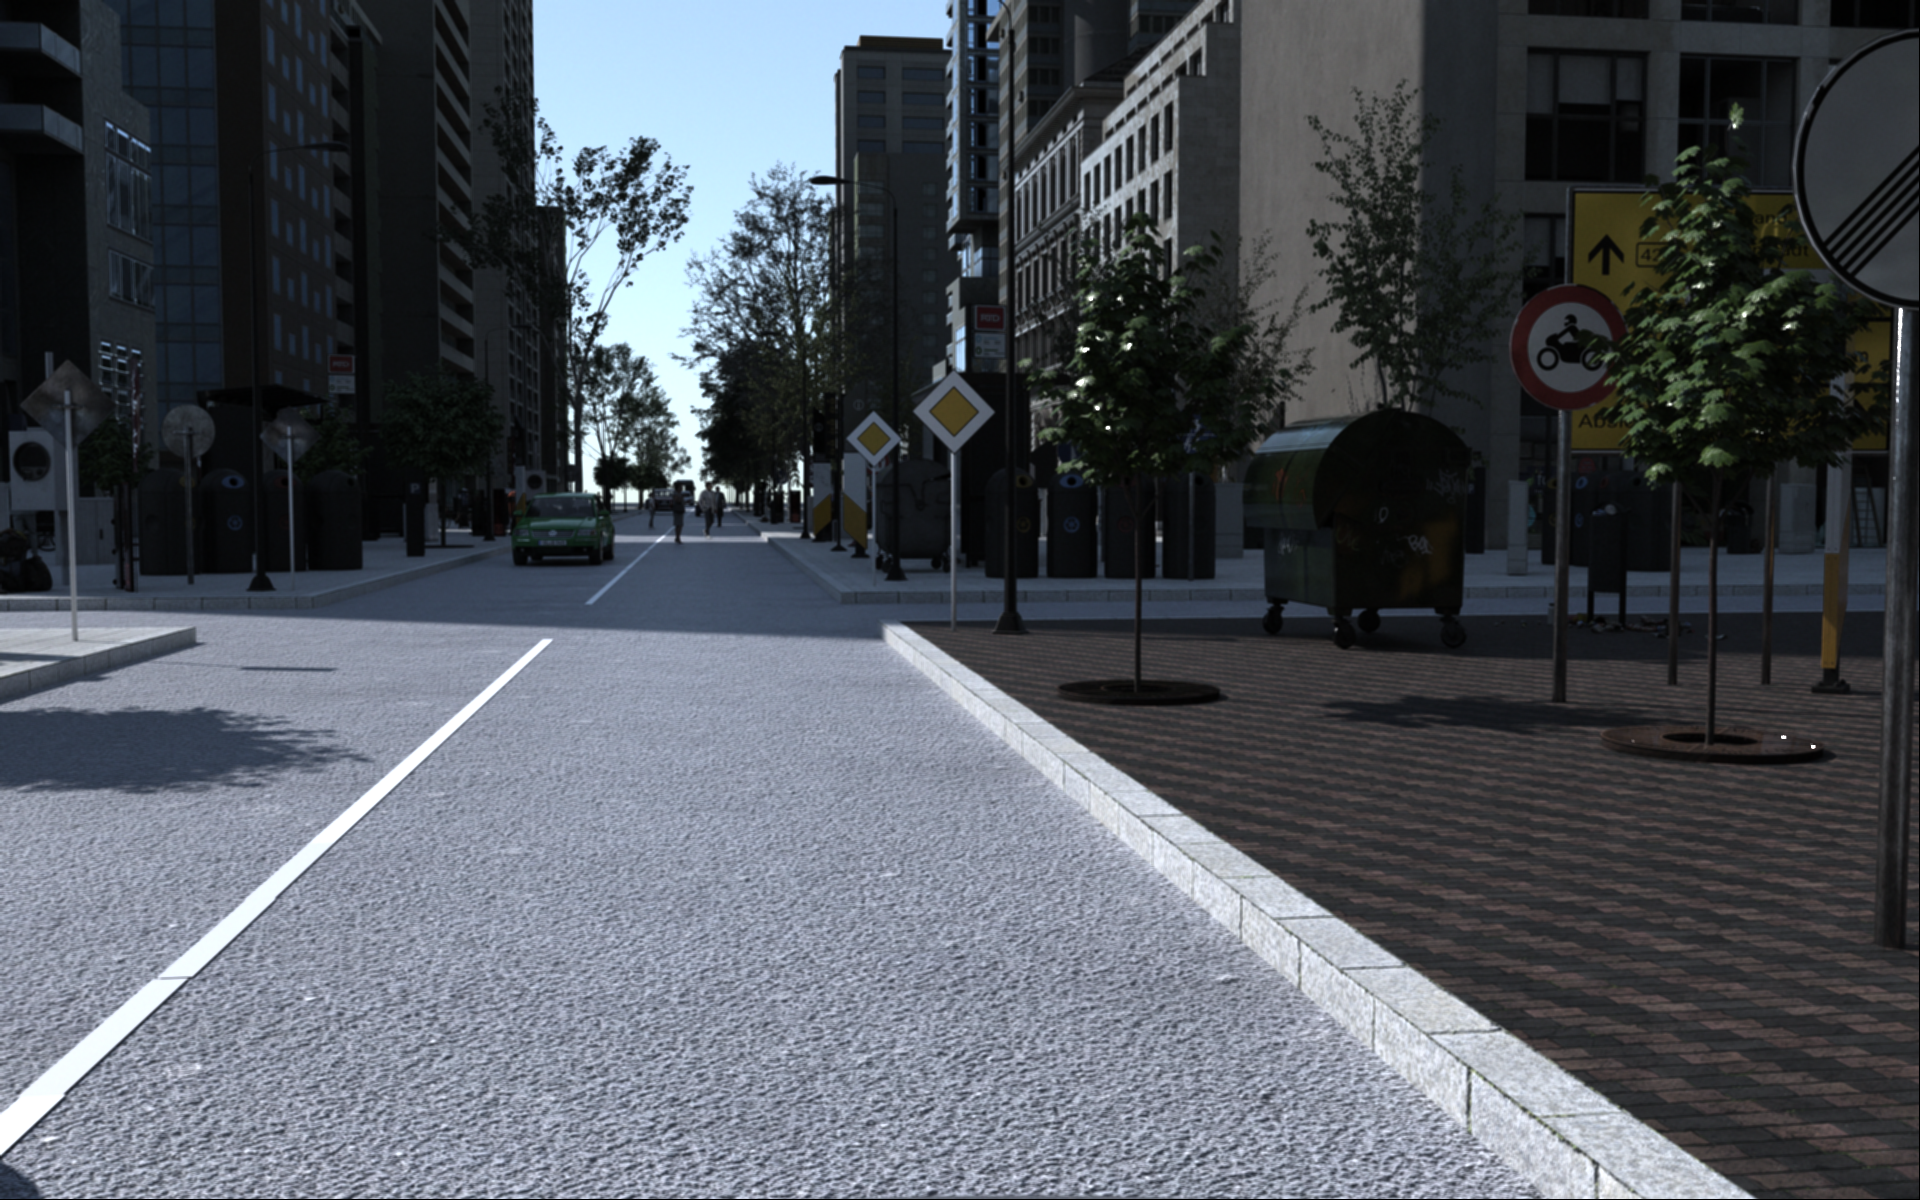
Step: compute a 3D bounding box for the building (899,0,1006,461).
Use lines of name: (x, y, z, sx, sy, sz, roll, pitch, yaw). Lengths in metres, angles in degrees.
building: (7.235, -50.985, 146.283, 22.319, 86.520, 31.000, -1, 4, -8)

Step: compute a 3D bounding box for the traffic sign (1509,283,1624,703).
traffic sign: (3.694, -0.642, 10.601, 0.768, 2.556, 0.104, 0, 4, -7)

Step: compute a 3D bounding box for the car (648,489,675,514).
car: (-20.884, -6.962, 122.503, 2.281, 1.827, 5.304, -1, 4, -9)

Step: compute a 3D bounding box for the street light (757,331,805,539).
street light: (-4.993, -4.719, 49.704, 1.470, 5.913, 1.316, -1, 4, -8)

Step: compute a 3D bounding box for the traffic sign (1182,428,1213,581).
traffic sign: (3.409, -1.553, 25.494, 0.768, 2.556, 0.104, 0, 4, -6)

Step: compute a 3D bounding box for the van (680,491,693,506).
van: (-33.269, -12.386, 209.522, 2.013, 2.044, 4.112, -1, 4, -10)

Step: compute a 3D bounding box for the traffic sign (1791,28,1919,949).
traffic sign: (2.644, -0.290, 4.847, 0.768, 2.556, 0.104, 0, 4, -6)

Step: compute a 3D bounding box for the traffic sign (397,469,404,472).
traffic sign: (-14.594, -2.797, 45.832, 0.768, 2.556, 0.104, 0, 4, -6)

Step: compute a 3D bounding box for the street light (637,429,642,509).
street light: (-23.234, -9.199, 122.939, 1.470, 5.913, 1.316, -1, 4, -8)

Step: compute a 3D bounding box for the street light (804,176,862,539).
street light: (-1.485, -3.240, 25.517, 1.470, 5.913, 1.316, -1, 4, -8)

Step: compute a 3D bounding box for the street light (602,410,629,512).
street light: (-19.678, -7.715, 98.689, 1.470, 5.913, 1.316, -1, 4, -8)

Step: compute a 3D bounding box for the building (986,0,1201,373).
building: (15.794, -26.222, 120.611, 32.217, 40.220, 23.993, -1, 4, -8)

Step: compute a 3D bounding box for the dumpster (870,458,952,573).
dumpster: (-0.779, -1.409, 28.791, 1.264, 1.857, 1.865, -1, 4, -8)

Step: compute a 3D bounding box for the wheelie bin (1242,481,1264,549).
wheelie bin: (6.780, -1.990, 40.449, 0.693, 1.594, 0.980, -2, 4, -24)

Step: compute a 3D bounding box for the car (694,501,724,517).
car: (-16.178, -6.060, 111.660, 1.945, 1.354, 3.894, -1, 4, -10)

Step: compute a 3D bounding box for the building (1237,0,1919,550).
building: (27.549, -15.058, 50.716, 34.151, 26.468, 19.350, -1, 4, -8)

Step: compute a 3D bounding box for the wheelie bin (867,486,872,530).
wheelie bin: (-3.624, -3.330, 62.349, 0.980, 1.594, 0.693, -2, 4, -29)

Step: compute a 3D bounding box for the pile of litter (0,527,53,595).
pile of litter: (-12.611, -0.524, 22.535, 1.176, 0.858, 1.719, 2, 4, 27)

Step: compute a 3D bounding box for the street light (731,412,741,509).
street light: (-12.448, -7.846, 100.820, 1.470, 5.913, 1.316, -1, 4, -8)

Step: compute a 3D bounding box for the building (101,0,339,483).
building: (-37.930, -26.321, 80.466, 14.600, 45.320, 14.200, -1, 4, -8)

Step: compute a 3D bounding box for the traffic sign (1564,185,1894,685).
traffic sign: (5.118, -1.082, 11.566, 2.265, 3.308, 0.079, 0, 4, -3)

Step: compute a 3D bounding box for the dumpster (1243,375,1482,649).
dumpster: (3.476, -0.772, 15.115, 1.502, 2.255, 1.985, -1, 4, -8)

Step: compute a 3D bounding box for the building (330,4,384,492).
building: (-42.311, -20.145, 101.075, 14.160, 30.474, 14.107, -1, 4, -8)

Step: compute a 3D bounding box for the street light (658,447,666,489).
street light: (-31.624, -12.756, 181.098, 1.470, 5.913, 1.316, -1, 4, -8)

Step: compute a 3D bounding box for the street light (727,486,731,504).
street light: (-15.886, -9.342, 125.280, 1.470, 5.913, 1.316, -1, 4, -8)

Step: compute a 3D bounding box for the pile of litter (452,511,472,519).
pile of litter: (-24.343, -4.369, 85.397, 1.719, 0.858, 1.176, -2, 4, -26)

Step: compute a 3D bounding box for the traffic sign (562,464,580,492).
traffic sign: (-16.575, -4.512, 73.884, 0.768, 2.556, 0.104, 0, 4, -1)

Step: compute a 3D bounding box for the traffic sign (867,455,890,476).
traffic sign: (-2.346, -2.954, 48.405, 0.768, 2.556, 0.104, 0, 4, -2)

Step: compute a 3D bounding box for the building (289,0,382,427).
building: (-54.128, -26.080, 118.291, 32.217, 40.220, 23.993, -1, 4, -8)

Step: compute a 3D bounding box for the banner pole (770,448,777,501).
banner pole: (-9.852, -6.196, 91.328, 0.401, 3.779, 0.863, -3, 5, -40)

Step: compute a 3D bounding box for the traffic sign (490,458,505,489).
traffic sign: (-16.090, -3.648, 59.755, 0.768, 2.556, 0.104, 0, 4, -5)

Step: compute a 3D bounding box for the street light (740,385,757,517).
street light: (-8.472, -6.192, 73.788, 1.470, 5.913, 1.316, -1, 4, -8)

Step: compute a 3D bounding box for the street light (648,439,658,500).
street light: (-26.665, -10.671, 147.010, 1.470, 5.913, 1.316, -1, 4, -8)

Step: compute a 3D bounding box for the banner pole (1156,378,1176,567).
banner pole: (3.477, -2.465, 30.319, 0.401, 3.779, 0.863, -3, 5, -39)

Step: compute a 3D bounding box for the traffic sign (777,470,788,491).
traffic sign: (-9.468, -5.621, 92.014, 0.768, 2.556, 0.104, 0, 4, -7)

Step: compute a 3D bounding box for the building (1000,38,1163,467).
building: (9.189, -16.038, 91.099, 11.050, 23.489, 19.941, -1, 4, -8)

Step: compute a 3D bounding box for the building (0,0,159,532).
building: (-36.884, -44.842, 45.837, 22.319, 86.520, 31.000, -1, 4, -8)

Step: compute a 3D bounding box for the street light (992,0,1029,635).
street light: (-0.072, -2.641, 15.714, 1.470, 5.913, 1.316, -1, 4, -8)

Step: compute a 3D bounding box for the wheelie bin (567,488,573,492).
wheelie bin: (-21.419, -5.298, 94.527, 0.693, 1.594, 0.980, -1, 4, -19)

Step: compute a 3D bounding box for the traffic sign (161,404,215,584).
traffic sign: (-10.945, -1.496, 24.568, 0.768, 2.556, 0.104, 0, 4, 0)

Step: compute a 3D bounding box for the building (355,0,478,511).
building: (-52.156, -31.674, 141.578, 21.300, 48.544, 21.600, -1, 4, -8)

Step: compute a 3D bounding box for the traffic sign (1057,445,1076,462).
traffic sign: (2.315, -2.124, 34.837, 0.768, 2.556, 0.104, 0, 4, -8)

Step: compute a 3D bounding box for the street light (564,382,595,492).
street light: (-15.732, -6.053, 71.513, 1.470, 5.913, 1.316, -1, 4, -8)

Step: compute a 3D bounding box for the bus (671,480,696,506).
bus: (-34.802, -13.680, 218.525, 2.948, 3.499, 13.247, -1, 4, -8)

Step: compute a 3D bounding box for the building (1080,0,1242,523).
building: (11.874, -13.298, 72.176, 10.420, 20.320, 16.860, -1, 4, -8)

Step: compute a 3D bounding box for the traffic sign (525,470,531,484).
traffic sign: (-18.170, -4.370, 73.571, 0.606, 2.300, 0.079, 0, 4, -4)

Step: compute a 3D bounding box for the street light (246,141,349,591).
street light: (-8.750, -3.081, 22.909, 1.470, 5.913, 1.316, -1, 4, -8)

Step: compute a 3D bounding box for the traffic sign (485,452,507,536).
traffic sign: (-13.907, -3.147, 51.455, 0.884, 2.594, 0.081, 0, 4, -1)

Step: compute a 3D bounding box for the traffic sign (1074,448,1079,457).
traffic sign: (2.497, -1.975, 32.398, 0.768, 2.556, 0.104, 0, 4, -2)

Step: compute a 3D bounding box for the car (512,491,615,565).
car: (-8.289, -1.686, 36.359, 1.959, 1.807, 4.718, 0, 4, -7)

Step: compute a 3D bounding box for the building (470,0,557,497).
building: (-62.454, -47.803, 219.827, 20.563, 71.187, 20.611, -1, 4, -8)

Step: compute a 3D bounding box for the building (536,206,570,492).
building: (-61.677, -33.932, 238.374, 14.154, 41.232, 14.086, -1, 4, -8)

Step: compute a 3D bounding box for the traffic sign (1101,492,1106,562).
traffic sign: (2.707, -1.990, 32.638, 0.768, 2.556, 0.104, 0, 4, -4)

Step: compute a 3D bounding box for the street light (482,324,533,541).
street light: (-12.381, -4.580, 47.431, 1.470, 5.913, 1.316, -1, 4, -8)
